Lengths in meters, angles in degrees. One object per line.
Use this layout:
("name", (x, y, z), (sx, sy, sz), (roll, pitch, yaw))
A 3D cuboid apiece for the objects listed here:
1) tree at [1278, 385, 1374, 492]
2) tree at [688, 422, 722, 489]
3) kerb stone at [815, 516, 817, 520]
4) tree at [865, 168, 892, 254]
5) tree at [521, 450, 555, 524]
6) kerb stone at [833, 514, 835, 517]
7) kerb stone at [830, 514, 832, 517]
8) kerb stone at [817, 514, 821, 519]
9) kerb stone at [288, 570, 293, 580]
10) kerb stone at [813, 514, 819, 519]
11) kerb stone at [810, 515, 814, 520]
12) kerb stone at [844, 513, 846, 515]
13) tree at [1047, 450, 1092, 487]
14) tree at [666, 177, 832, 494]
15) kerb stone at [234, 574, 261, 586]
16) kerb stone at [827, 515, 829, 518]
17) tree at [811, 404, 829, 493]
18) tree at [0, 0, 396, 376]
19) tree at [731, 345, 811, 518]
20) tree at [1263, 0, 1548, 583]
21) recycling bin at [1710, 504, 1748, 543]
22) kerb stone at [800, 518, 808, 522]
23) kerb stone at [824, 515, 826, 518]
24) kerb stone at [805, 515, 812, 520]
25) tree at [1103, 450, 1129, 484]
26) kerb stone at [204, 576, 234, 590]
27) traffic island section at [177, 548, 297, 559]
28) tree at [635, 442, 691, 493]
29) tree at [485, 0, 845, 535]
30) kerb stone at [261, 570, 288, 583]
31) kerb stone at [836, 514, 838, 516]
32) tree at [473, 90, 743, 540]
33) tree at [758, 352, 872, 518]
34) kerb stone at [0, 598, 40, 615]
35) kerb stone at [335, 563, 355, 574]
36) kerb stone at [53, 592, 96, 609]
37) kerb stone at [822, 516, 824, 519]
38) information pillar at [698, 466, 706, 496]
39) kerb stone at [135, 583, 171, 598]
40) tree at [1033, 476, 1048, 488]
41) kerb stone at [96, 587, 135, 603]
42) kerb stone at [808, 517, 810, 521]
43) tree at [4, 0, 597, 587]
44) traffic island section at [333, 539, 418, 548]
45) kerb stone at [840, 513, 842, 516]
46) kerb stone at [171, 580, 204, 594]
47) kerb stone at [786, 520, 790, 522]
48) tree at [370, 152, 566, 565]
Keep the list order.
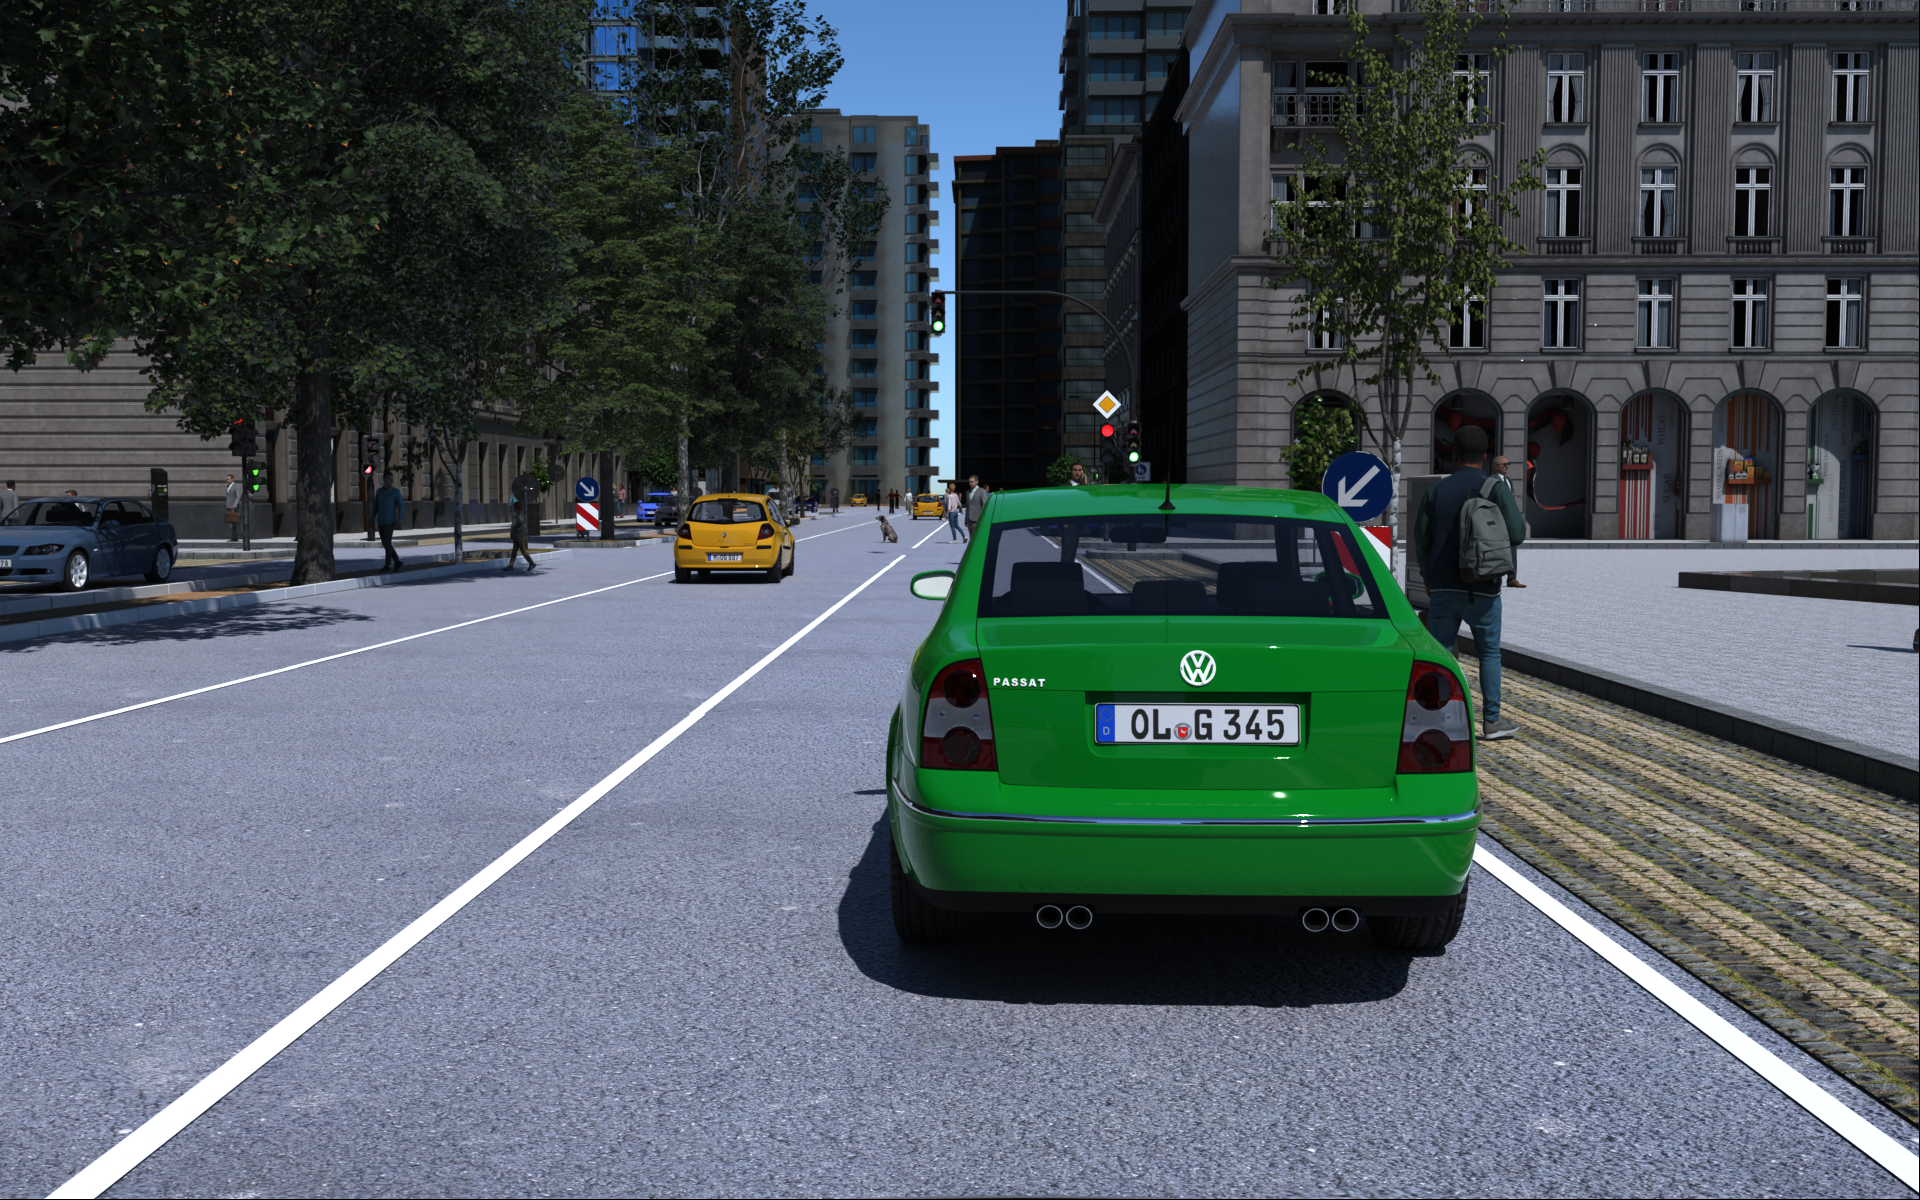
("tree", (6.223, -2.209, 30.727), (1.663, 3.219, 1.824), (0, 3, 0))
("tree", (-17.577, -10.209, 117.278), (4.360, 8.622, 3.978), (0, 3, 0))
("kerb stone", (-8.191, -4.535, 96.336), (0.120, 0.150, 1.000), (0, 4, 1))
("tree", (-10.118, -14.025, 87.661), (12.611, 20.169, 13.585), (0, 3, 0))
("tree", (-18.461, -4.961, 75.709), (1.663, 3.219, 1.824), (0, 3, 0))
("kerb stone", (-8.035, -5.223, 107.622), (0.120, 0.150, 1.000), (0, 4, 1))
("kerb stone", (-8.065, -5.098, 105.577), (0.120, 0.150, 1.000), (0, 4, 1))
("kerb stone", (-8.167, -4.660, 98.386), (0.120, 0.150, 1.000), (0, 4, 1))
("kerb stone", (-11.224, -0.426, 29.168), (0.120, 0.150, 1.000), (0, 4, 1))
("kerb stone", (-8.177, -4.593, 97.364), (0.120, 0.150, 1.000), (0, 4, 1))
("kerb stone", (-8.216, -4.408, 94.286), (0.120, 0.150, 1.000), (0, 4, 1))
("kerb stone", (-7.918, -5.726, 115.819), (0.120, 0.150, 1.000), (0, 4, 1))
("tree", (8.242, -8.943, 129.938), (4.285, 4.588, 4.351), (0, 3, 0))
("tree", (-9.587, -9.875, 70.561), (9.857, 13.997, 8.962), (0, 3, 0))
("kerb stone", (-11.253, -0.301, 27.117), (0.120, 0.150, 1.000), (0, 4, 1))
("kerb stone", (-8.095, -4.974, 103.525), (0.120, 0.150, 1.000), (0, 4, 1))
("tree", (-9.405, -8.883, 98.049), (4.737, 8.622, 4.395), (0, 3, 0))
("tree", (-10.269, -5.812, 14.495), (9.611, 12.733, 9.660), (0, 3, 0))
("tree", (-9.273, -7.663, 78.104), (4.737, 8.622, 4.395), (0, 3, 0))
("tree", (6.063, -4.509, 24.079), (4.737, 8.622, 4.395), (0, 3, 0))
("recycling bin", (20.374, -2.038, 45.883), (0.722, 1.027, 0.722), (0, 4, 1))
("kerb stone", (-8.259, -4.221, 91.212), (0.120, 0.150, 1.000), (0, 4, 1))
("kerb stone", (-8.125, -4.848, 101.465), (0.120, 0.150, 1.000), (0, 4, 1))
("kerb stone", (-8.232, -4.342, 93.264), (0.120, 0.150, 1.000), (0, 4, 1))
("tree", (6.959, -5.025, 76.766), (1.663, 3.219, 1.824), (0, 3, 0))
("kerb stone", (-11.258, -0.238, 26.095), (0.120, 0.150, 1.000), (0, 4, 1))
("traffic island section", (-16.167, -1.035, 39.208), (2.009, 0.180, 2.903), (0, 4, 1))
("tree", (-17.539, -7.243, 102.131), (4.285, 4.588, 4.351), (0, 3, 0))
("tree", (-10.600, -12.277, 59.073), (12.611, 20.169, 13.585), (0, 3, 0))
("kerb stone", (-11.224, -0.363, 28.139), (0.120, 0.150, 1.000), (0, 4, 1))
("kerb stone", (-8.003, -5.348, 109.674), (0.120, 0.150, 1.000), (0, 4, 1))
("tree", (-10.096, -7.864, 49.167), (7.486, 12.596, 7.792), (0, 3, 0))
("tree", (-9.447, -10.237, 104.248), (8.767, 10.594, 7.601), (0, 4, 1))
("kerb stone", (-11.339, 0.075, 20.969), (0.120, 0.150, 1.000), (0, 4, 1))
("kerb stone", (-11.187, -0.552, 31.214), (0.120, 0.150, 1.000), (0, 4, 1))
("kerb stone", (-11.318, 0.012, 21.995), (0.120, 0.150, 1.000), (0, 4, 1))
("kerb stone", (-8.139, -4.782, 100.436), (0.120, 0.150, 1.000), (0, 4, 1))
("information pillar", (-16.750, -7.414, 112.574), (0.504, 3.616, 0.183), (1, 4, 8))
("kerb stone", (-11.290, -0.112, 24.046), (0.120, 0.150, 1.000), (0, 4, 1))
("tree", (8.318, -11.291, 179.201), (1.663, 3.219, 1.824), (0, 3, 0))
("kerb stone", (-11.306, -0.050, 23.022), (0.120, 0.150, 1.000), (0, 4, 1))
("kerb stone", (-8.240, -4.284, 92.234), (0.120, 0.150, 1.000), (0, 4, 1))
("tree", (-9.926, -7.164, 26.252), (9.857, 13.997, 8.962), (0, 3, 0))
("traffic island section", (-16.057, -1.524, 47.193), (2.009, 0.180, 2.903), (0, 4, 1))
("kerb stone", (-7.961, -5.538, 112.748), (0.120, 0.150, 1.000), (0, 4, 1))
("kerb stone", (-11.272, -0.176, 25.069), (0.120, 0.150, 1.000), (0, 4, 1))
("kerb stone", (-8.352, -3.843, 85.053), (0.120, 0.150, 1.000), (0, 4, 1))
("tree", (-10.015, -4.998, 34.541), (4.360, 8.622, 3.978), (0, 3, 0))
